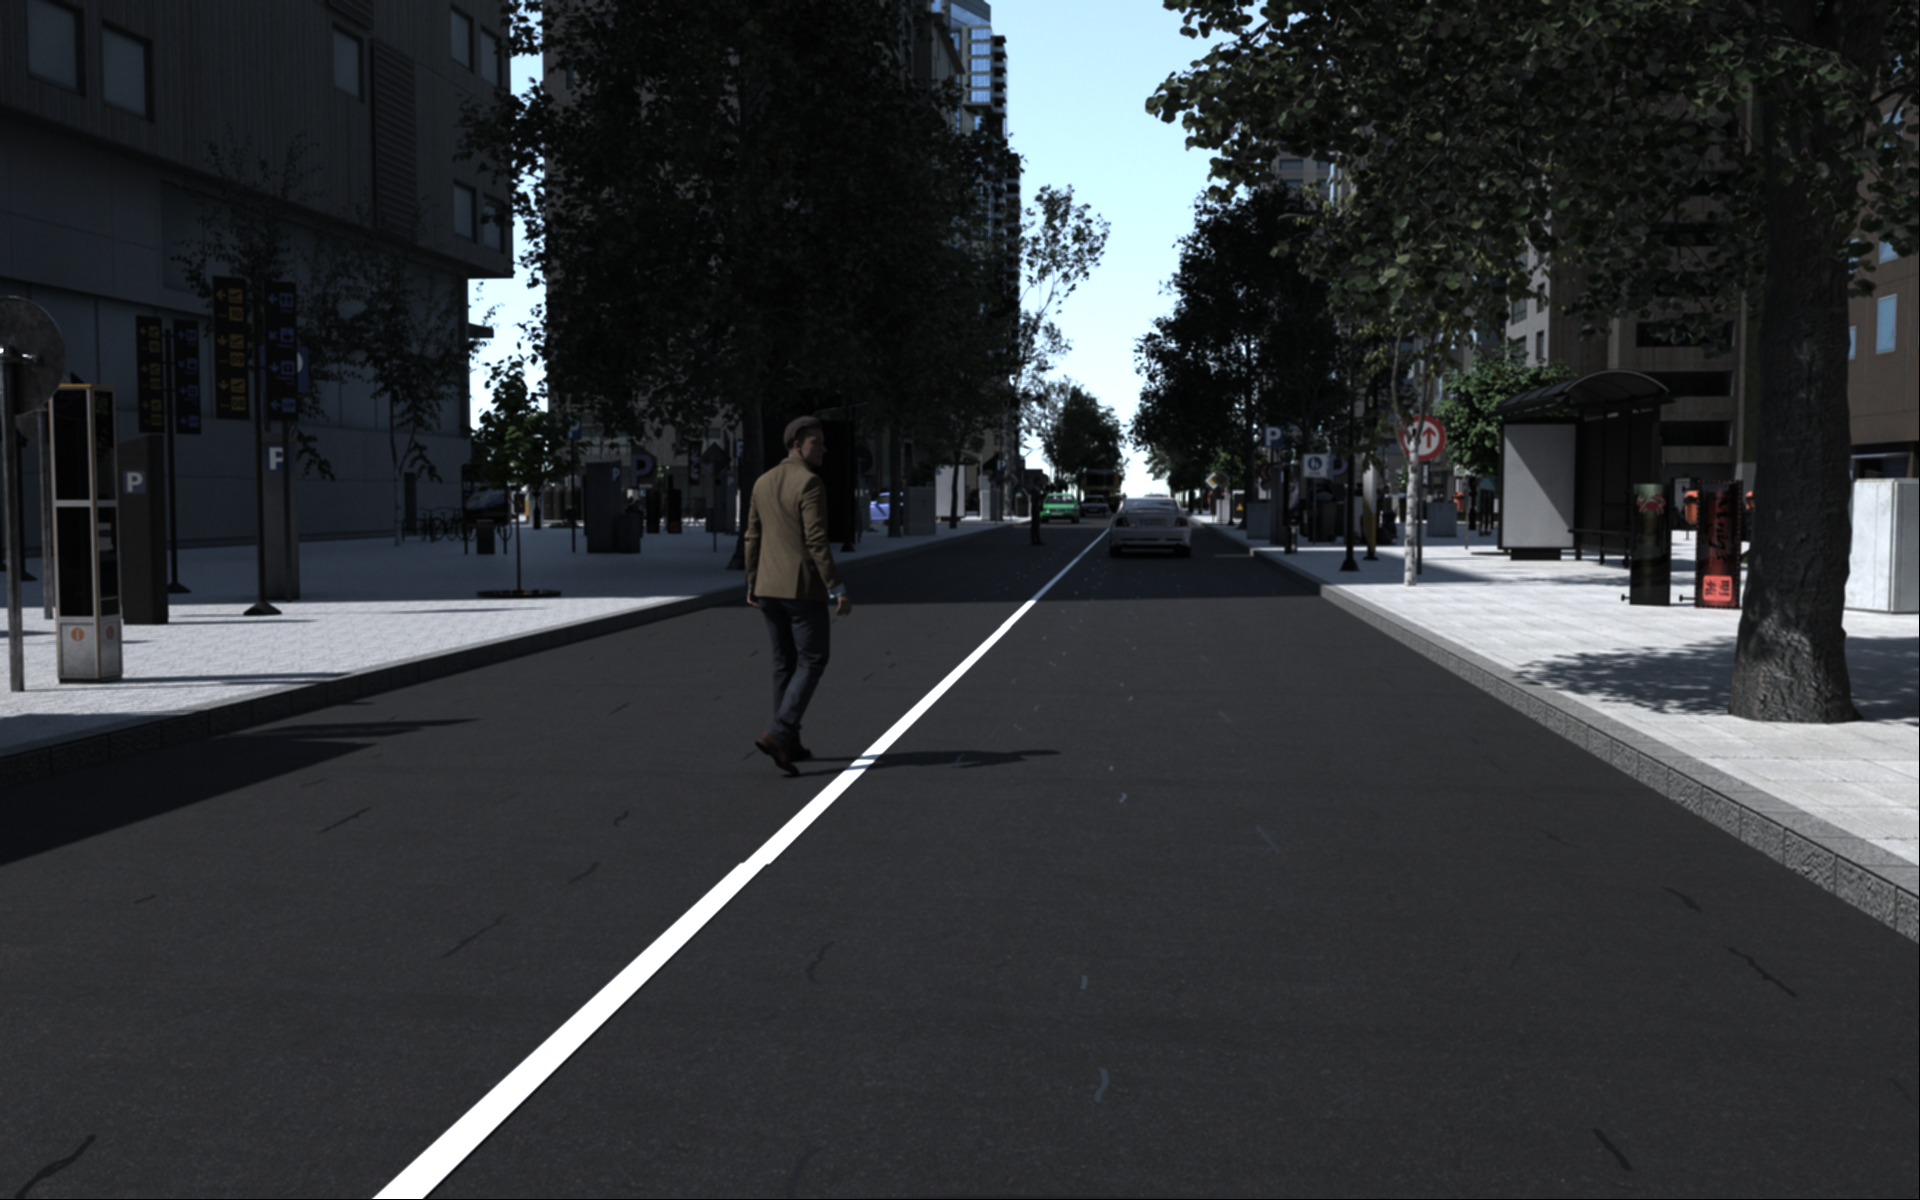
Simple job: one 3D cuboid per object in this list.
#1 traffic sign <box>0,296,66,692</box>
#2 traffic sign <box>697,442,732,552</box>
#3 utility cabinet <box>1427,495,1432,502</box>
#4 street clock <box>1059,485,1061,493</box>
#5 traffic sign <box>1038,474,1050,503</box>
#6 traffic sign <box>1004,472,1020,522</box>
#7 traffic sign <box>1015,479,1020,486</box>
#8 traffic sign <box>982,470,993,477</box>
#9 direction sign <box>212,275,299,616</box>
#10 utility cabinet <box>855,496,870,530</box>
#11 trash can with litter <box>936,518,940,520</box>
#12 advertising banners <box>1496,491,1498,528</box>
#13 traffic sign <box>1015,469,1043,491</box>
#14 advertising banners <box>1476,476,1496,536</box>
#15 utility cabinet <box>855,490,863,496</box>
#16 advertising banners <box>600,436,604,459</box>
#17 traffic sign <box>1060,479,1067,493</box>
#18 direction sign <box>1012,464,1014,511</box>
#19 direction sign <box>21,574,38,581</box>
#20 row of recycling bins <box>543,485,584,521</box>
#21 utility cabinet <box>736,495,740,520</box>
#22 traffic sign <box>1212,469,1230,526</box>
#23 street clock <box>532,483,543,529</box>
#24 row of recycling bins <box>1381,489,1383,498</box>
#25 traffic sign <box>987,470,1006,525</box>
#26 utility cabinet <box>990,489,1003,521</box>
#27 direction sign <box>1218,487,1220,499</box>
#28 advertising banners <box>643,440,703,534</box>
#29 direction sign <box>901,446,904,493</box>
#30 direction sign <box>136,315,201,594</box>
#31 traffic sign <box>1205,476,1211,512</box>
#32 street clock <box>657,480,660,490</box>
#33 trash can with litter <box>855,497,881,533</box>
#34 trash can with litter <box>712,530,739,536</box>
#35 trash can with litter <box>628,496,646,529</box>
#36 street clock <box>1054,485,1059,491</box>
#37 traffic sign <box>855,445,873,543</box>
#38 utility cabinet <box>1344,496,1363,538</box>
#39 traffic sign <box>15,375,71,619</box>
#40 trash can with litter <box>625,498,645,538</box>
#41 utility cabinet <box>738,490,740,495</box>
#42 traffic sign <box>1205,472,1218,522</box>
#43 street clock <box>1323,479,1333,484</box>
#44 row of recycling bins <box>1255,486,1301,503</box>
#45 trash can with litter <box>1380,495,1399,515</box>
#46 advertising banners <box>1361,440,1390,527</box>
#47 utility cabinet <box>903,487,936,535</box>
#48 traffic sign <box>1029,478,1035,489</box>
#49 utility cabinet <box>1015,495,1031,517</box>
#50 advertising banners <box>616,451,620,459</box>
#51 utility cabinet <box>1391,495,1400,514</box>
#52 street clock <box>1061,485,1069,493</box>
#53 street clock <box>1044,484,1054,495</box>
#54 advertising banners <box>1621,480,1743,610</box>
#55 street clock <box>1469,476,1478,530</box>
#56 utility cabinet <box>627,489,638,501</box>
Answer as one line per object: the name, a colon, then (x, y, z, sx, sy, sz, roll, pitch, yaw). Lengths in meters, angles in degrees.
traffic sign: (-6.132, -0.678, 11.190, 0.768, 2.556, 0.104, 0, 4, 8)
traffic sign: (-5.423, -2.269, 38.278, 0.795, 2.450, 0.064, 0, 4, 8)
utility cabinet: (26.656, -5.324, 98.203, 0.306, 1.237, 1.020, 1, 4, 19)
street clock: (7.972, -8.140, 137.662, 0.471, 2.002, 0.358, -1, 4, -11)
traffic sign: (5.174, -6.567, 107.475, 0.768, 2.556, 0.104, 1, 4, 13)
traffic sign: (2.348, -4.639, 79.483, 0.795, 2.450, 0.064, 0, 4, 6)
traffic sign: (4.609, -8.499, 139.062, 0.768, 2.556, 0.104, 1, 4, 14)
traffic sign: (1.464, -5.522, 90.392, 0.768, 2.556, 0.104, 0, 4, 8)
direction sign: (-7.428, -1.611, 18.337, 0.876, 3.537, 0.379, -3, 5, -45)
utility cabinet: (-3.719, -3.096, 61.786, 1.020, 1.237, 0.306, 0, 4, 5)
trash can with litter: (-1.099, -4.663, 87.294, 1.678, 1.210, 2.233, -2, 4, -34)
advertising banners: (19.651, -4.057, 62.518, 0.090, 3.025, 2.074, -2, 4, -28)
traffic sign: (5.554, -8.914, 139.621, 2.265, 3.308, 0.079, 0, 4, 7)
advertising banners: (15.938, -3.459, 52.743, 0.090, 3.025, 2.074, 2, 4, 30)
utility cabinet: (-5.482, -4.797, 87.112, 1.173, 1.500, 0.318, -1, 4, -12)
advertising banners: (-10.762, -3.371, 51.309, 0.090, 3.025, 2.074, 0, 4, 2)
traffic sign: (8.550, -8.852, 144.834, 0.768, 2.556, 0.104, 1, 4, 14)
direction sign: (3.983, -8.514, 131.201, 0.379, 3.537, 0.876, 0, 3, 0)
direction sign: (-13.862, -2.050, 25.518, 0.876, 3.537, 0.379, 2, 4, 24)
row of recycling bins: (-18.726, -4.650, 83.147, 3.534, 1.692, 1.069, 2, 4, 35)
utility cabinet: (-10.838, -4.640, 87.021, 0.306, 1.237, 1.020, -3, 5, -40)
traffic sign: (10.637, -4.092, 70.547, 0.795, 2.450, 0.064, 0, 4, 6)
street clock: (-15.353, -3.562, 62.809, 0.471, 2.002, 0.358, 2, 4, 25)
row of recycling bins: (32.994, -7.928, 136.733, 1.069, 1.692, 3.534, 0, 4, 5)
traffic sign: (1.497, -4.153, 71.544, 0.795, 2.450, 0.064, 0, 4, 6)
utility cabinet: (1.764, -4.560, 83.243, 0.318, 1.500, 1.173, 1, 4, 18)
direction sign: (17.363, -7.589, 116.076, 0.876, 3.537, 0.379, -2, 4, -28)
advertising banners: (-9.296, -3.670, 56.187, 2.074, 3.025, 0.090, 1, 4, 13)
direction sign: (-2.718, -5.504, 81.981, 0.379, 3.537, 0.876, -1, 4, -9)
direction sign: (-10.199, -1.859, 22.393, 0.379, 3.537, 0.876, 2, 4, 30)
traffic sign: (17.424, -7.372, 120.637, 0.768, 2.556, 0.104, 1, 4, 12)
street clock: (-15.801, -5.230, 90.077, 0.358, 2.002, 0.471, -3, 4, -36)
trash can with litter: (-3.290, -2.901, 58.481, 1.678, 1.210, 2.233, 2, 4, 32)
trash can with litter: (-6.775, -2.629, 54.037, 2.233, 1.210, 1.678, 3, 5, 40)
trash can with litter: (-12.136, -3.257, 64.302, 1.678, 1.210, 2.233, -1, 4, -15)
street clock: (7.316, -8.070, 136.518, 0.471, 2.002, 0.358, -1, 4, -10)
traffic sign: (-2.635, -2.748, 45.034, 0.768, 2.556, 0.104, 1, 4, 10)
utility cabinet: (10.354, -2.083, 45.226, 0.306, 1.237, 1.020, 3, 4, 36)
traffic sign: (-9.344, -1.075, 17.681, 0.768, 2.556, 0.104, 0, 4, 8)
trash can with litter: (-9.727, -2.394, 50.536, 1.055, 1.170, 0.624, 0, 4, -4)
utility cabinet: (-11.373, -5.089, 91.877, 0.318, 1.500, 1.173, -2, 4, -32)
traffic sign: (11.488, -4.578, 78.487, 0.795, 2.450, 0.064, 0, 4, 6)
street clock: (17.722, -4.831, 83.561, 0.471, 2.002, 0.358, 2, 4, 29)
row of recycling bins: (16.867, -5.253, 93.004, 3.534, 1.692, 1.069, -2, 4, -31)
trash can with litter: (26.200, -5.712, 104.442, 2.233, 1.210, 1.678, 0, 3, 0)
advertising banners: (13.446, -3.648, 55.838, 0.090, 3.025, 2.074, 2, 4, 35)
utility cabinet: (-1.248, -2.751, 53.658, 0.318, 1.500, 1.173, 3, 5, 44)
traffic sign: (4.648, -6.570, 109.549, 0.606, 2.300, 0.079, 0, 4, 8)
utility cabinet: (3.659, -5.338, 98.444, 1.020, 1.237, 0.306, 1, 4, 21)
advertising banners: (-14.132, -4.546, 70.512, 0.090, 3.025, 2.074, -2, 4, -27)
utility cabinet: (27.318, -5.896, 107.561, 1.020, 1.237, 0.306, 0, 4, 7)
street clock: (8.365, -8.060, 136.348, 0.358, 2.002, 0.471, 2, 4, 24)
street clock: (6.346, -7.387, 125.350, 0.471, 2.002, 0.358, -1, 4, -13)
advertising banners: (8.455, -1.415, 19.324, 2.074, 3.025, 0.090, 3, 5, 43)
street clock: (18.211, -3.482, 61.508, 0.358, 2.002, 0.471, -1, 4, -17)
utility cabinet: (-29.153, -8.860, 153.544, 1.173, 1.500, 0.318, 0, 4, 1)
